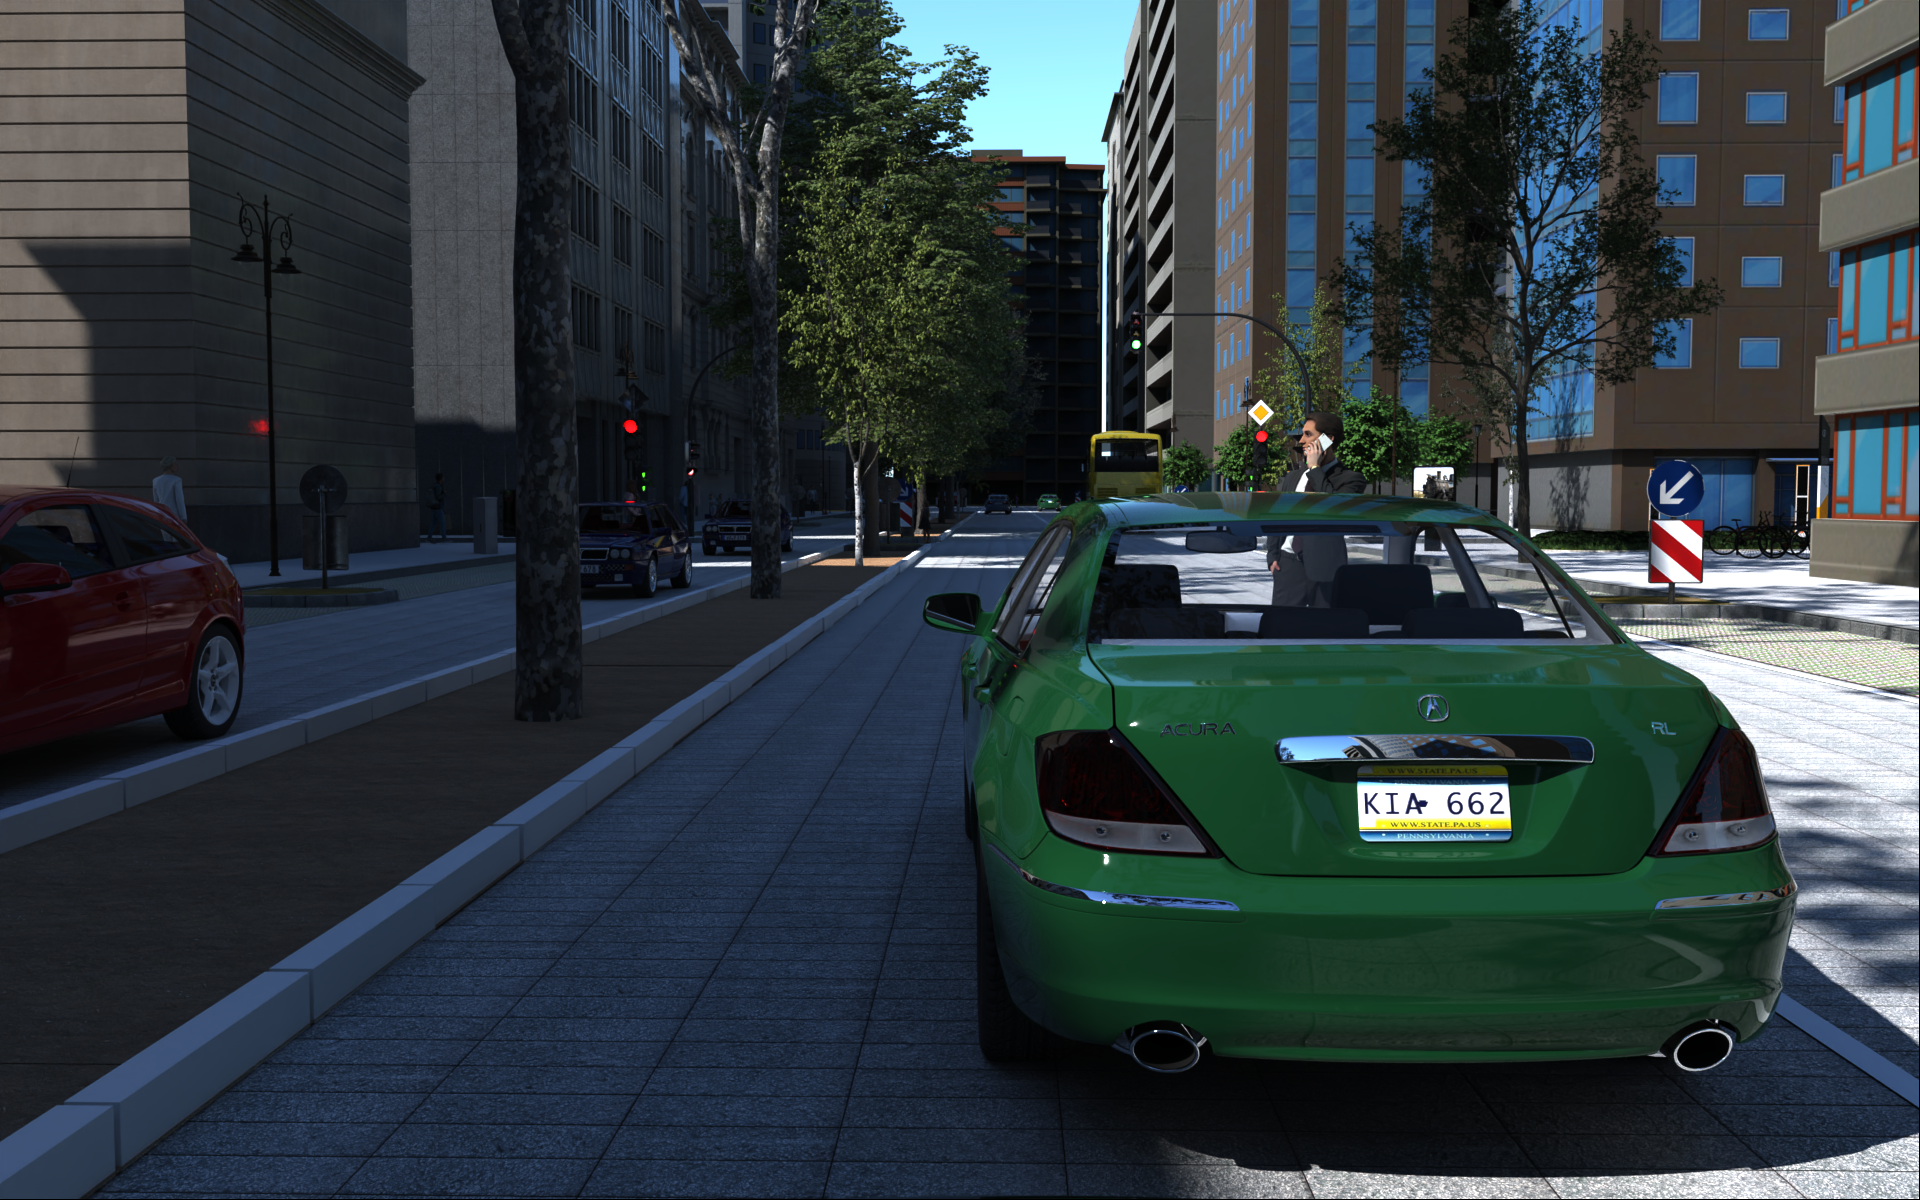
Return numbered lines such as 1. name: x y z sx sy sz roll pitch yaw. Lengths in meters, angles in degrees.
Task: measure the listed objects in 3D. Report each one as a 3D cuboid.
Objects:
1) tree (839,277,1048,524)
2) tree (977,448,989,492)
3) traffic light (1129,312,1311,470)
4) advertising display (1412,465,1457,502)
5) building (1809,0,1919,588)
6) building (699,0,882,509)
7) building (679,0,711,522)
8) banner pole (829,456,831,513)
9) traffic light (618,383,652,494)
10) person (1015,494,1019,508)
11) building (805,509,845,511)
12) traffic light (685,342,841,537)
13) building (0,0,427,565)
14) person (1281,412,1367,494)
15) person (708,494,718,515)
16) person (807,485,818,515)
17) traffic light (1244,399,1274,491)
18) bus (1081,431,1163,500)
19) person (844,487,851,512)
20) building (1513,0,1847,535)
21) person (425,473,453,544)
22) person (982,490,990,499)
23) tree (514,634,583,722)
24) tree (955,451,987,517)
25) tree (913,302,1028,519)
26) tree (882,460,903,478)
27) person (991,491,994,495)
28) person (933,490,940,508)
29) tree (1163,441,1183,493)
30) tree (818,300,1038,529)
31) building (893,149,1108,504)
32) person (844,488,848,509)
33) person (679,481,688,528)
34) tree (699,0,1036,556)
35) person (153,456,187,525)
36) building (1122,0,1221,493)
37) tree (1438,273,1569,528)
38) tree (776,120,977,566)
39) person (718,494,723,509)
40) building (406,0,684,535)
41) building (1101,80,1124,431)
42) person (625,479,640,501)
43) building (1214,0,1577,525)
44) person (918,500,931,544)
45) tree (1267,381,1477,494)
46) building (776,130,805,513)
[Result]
1. tree: -0.852 -10.380 82.544 12.009 13.543 11.850 0 3 0
2. tree: -0.057 -8.460 91.134 4.737 8.622 4.395 0 3 0
3. traffic light: 6.608 -4.205 43.423 4.771 5.953 1.251 0 4 1
4. advertising display: 10.613 -2.055 38.810 0.974 1.923 0.123 2 4 31
5. building: 26.676 -10.183 11.536 27.650 21.520 28.899 0 4 1
6. building: -22.900 -39.663 190.487 28.212 58.520 21.231 0 4 1
7. building: -18.480 -18.240 85.619 14.401 28.519 23.554 0 4 1
8. banner pole: -8.678 -7.650 115.089 0.401 3.779 0.863 0 4 1
9. traffic light: -8.255 -3.364 43.917 0.839 4.253 0.868 0 4 1
10. person: 6.013 -10.391 181.608 0.599 1.433 0.991 -1 4 -12
11. building: -20.042 -36.625 140.820 21.231 58.520 28.212 0 4 1
12. traffic light: -5.963 -4.723 51.882 4.771 5.953 1.251 0 4 1
13. building: -25.254 -14.575 35.557 25.104 27.353 12.463 0 4 1
14. person: 2.007 -0.133 10.043 0.648 1.900 0.474 2 4 33
15. person: -10.641 -3.934 74.649 0.425 1.301 0.394 -1 4 -8
16. person: -9.213 -6.242 107.953 0.661 1.843 0.795 -1 4 -11
17. traffic light: 8.900 -3.827 51.495 0.839 4.253 0.868 0 4 1
18. bus: 6.165 -4.584 66.501 2.896 3.916 12.252 0 4 3
19. person: -8.093 -7.307 125.535 0.620 1.820 0.660 0 4 8
20. building: 27.668 -25.043 59.556 14.200 45.320 14.600 0 4 1
21. person: -13.363 -2.348 44.415 0.713 1.824 0.794 -1 4 -12
22. person: 2.376 -8.374 145.939 1.217 1.766 0.721 1 4 23
23. tree: -3.806 -9.354 11.290 12.611 20.169 13.585 0 3 0
24. tree: -0.549 -11.030 108.559 9.928 11.665 9.643 0 3 0
25. tree: -0.629 -11.575 98.370 9.857 13.997 8.962 0 3 0
26. tree: -7.565 -14.714 174.987 8.767 10.594 7.601 0 4 1
27. person: 2.958 -9.137 158.595 1.217 1.736 0.721 -1 4 -22
28. person: -2.106 -10.303 177.055 1.348 1.812 0.705 -1 4 -18
29. tree: 12.993 -7.150 100.615 4.285 4.588 4.351 0 3 0
30. tree: -1.610 -9.215 70.136 9.611 12.733 9.660 0 3 0
31. building: 4.026 -34.762 222.984 28.867 44.769 22.147 0 4 1
32. person: -8.838 -7.912 136.076 0.551 1.740 0.621 1 4 15
33. person: -10.408 -3.630 65.660 0.793 1.790 0.793 0 4 -1
34. tree: -2.136 -7.292 39.812 7.486 12.596 7.792 0 3 0
35. person: -11.662 -1.201 25.556 0.514 1.842 0.818 0 4 -8
36. building: 26.837 -33.044 163.964 21.300 48.544 21.600 0 4 1
37. tree: 17.971 -6.519 56.949 4.360 8.622 3.978 0 3 0
38. tree: -1.958 -4.948 33.726 4.737 8.622 4.395 0 3 0
39. person: -10.662 -4.088 77.158 0.640 1.303 0.475 0 4 3
40. building: -18.001 -14.993 63.165 12.078 24.808 19.932 0 4 1
41. building: 32.790 -38.897 225.204 27.495 52.752 28.713 0 4 1
42. person: -7.249 -1.765 37.951 0.643 1.750 0.593 -1 4 -20
43. building: 20.384 -26.590 84.864 14.600 45.320 14.200 0 4 1
44. person: -1.030 -2.246 49.887 0.362 1.253 0.373 -3 5 -43
45. tree: 12.052 -4.086 50.514 4.285 4.588 4.351 0 3 0
46. building: -17.919 -19.702 109.511 14.401 28.519 23.554 0 4 1
